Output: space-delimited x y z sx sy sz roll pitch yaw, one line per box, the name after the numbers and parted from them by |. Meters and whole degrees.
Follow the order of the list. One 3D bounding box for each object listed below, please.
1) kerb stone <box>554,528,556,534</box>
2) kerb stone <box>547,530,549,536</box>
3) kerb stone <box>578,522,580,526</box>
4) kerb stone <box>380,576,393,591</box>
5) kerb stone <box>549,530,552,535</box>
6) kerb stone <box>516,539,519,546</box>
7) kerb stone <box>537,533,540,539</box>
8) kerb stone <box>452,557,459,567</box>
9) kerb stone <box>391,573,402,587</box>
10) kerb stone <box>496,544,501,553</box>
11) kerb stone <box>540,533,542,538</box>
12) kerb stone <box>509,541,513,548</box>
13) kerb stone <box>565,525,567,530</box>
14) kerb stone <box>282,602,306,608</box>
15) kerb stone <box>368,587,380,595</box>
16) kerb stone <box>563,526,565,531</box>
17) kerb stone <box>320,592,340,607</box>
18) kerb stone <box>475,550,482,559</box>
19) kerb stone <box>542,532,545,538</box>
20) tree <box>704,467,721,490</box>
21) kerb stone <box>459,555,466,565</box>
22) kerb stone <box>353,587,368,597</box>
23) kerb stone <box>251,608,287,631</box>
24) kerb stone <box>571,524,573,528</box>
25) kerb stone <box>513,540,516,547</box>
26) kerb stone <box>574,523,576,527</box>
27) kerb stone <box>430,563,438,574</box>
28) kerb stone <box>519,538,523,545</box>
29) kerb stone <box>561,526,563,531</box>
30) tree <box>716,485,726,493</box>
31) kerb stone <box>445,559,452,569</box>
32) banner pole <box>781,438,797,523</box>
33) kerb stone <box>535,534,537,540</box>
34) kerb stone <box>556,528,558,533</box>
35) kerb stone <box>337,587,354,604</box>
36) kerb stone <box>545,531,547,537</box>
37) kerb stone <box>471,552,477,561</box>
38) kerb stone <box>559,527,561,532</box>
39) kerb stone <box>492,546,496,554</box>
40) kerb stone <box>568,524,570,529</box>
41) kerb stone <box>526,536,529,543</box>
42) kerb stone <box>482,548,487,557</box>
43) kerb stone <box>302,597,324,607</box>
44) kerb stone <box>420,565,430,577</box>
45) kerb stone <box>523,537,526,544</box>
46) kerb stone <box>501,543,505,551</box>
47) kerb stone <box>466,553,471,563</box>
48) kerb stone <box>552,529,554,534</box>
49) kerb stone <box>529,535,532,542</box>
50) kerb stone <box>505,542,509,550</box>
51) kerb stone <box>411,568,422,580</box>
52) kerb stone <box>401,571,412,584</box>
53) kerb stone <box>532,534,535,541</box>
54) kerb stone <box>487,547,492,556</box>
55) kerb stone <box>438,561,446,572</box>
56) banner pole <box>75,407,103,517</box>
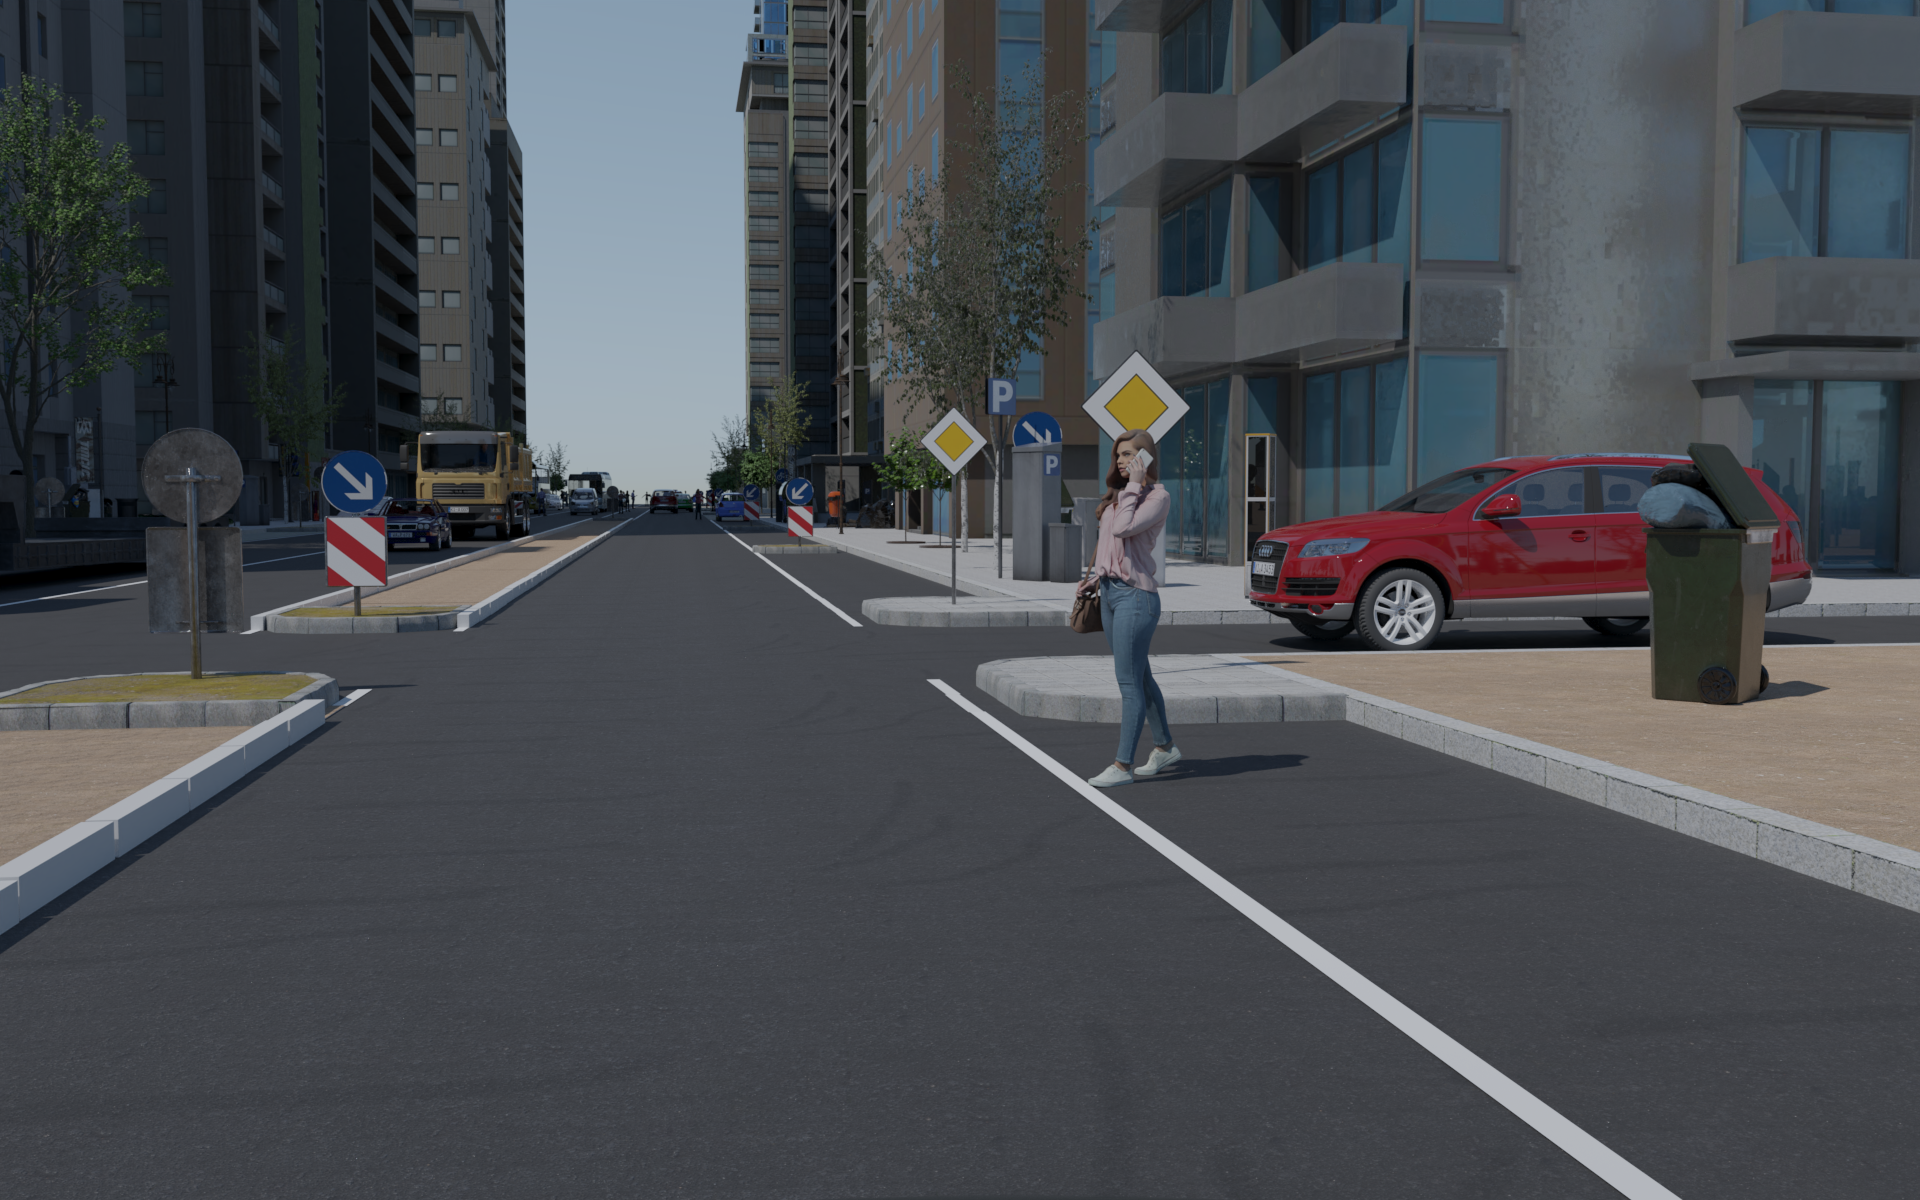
-14.460 -2.378 61.117 0.120 0.150 1.000 -1 4 -9 | kerb stone
-13.957 -2.192 58.077 0.120 0.150 1.000 -1 4 -9 | kerb stone
-16.948 -3.307 76.263 0.120 0.150 1.000 -1 4 -9 | kerb stone
-8.611 -0.216 25.725 0.120 0.150 1.000 -1 4 -9 | kerb stone
-14.119 -2.257 59.090 0.120 0.150 1.000 -1 4 -9 | kerb stone
-12.120 -1.513 46.951 0.120 0.150 1.000 -1 4 -9 | kerb stone
-13.285 -1.945 54.020 0.120 0.150 1.000 -1 4 -9 | kerb stone
-9.949 -0.711 33.814 0.120 0.150 1.000 -1 4 -9 | kerb stone
-8.786 -0.275 26.732 0.120 0.150 1.000 -1 4 -9 | kerb stone
-11.288 -1.205 41.902 0.120 0.150 1.000 -1 4 -9 | kerb stone
-13.455 -2.009 55.038 0.120 0.150 1.000 -1 4 -9 | kerb stone
-11.782 -1.390 44.931 0.120 0.150 1.000 -1 4 -9 | kerb stone
-15.449 -2.750 67.177 0.120 0.150 1.000 -1 4 -9 | kerb stone
-7.621 0.156 19.649 0.120 0.150 1.000 -1 4 -9 | kerb stone
-8.457 -0.154 24.707 0.120 0.150 1.000 -1 4 -9 | kerb stone
-15.285 -2.689 66.169 0.120 0.150 1.000 -1 4 -9 | kerb stone
-7.953 0.032 21.671 0.120 0.150 1.000 -1 4 -9 | kerb stone
-10.620 -0.954 37.857 0.120 0.150 1.000 -1 4 -9 | kerb stone
-13.617 -2.070 56.047 0.120 0.150 1.000 -1 4 -9 | kerb stone
-24.324 -12.167 182.642 4.285 4.588 4.351 0 3 0 | tree
-10.116 -0.772 34.826 0.120 0.150 1.000 -1 4 -9 | kerb stone
-8.286 -0.092 23.692 0.120 0.150 1.000 -1 4 -9 | kerb stone
-7.449 0.219 18.642 0.120 0.150 1.000 -1 4 -9 | kerb stone
-16.119 -2.998 71.210 0.120 0.150 1.000 -1 4 -9 | kerb stone
-11.952 -1.452 45.942 0.120 0.150 1.000 -1 4 -9 | kerb stone
-16.451 -3.120 73.238 0.120 0.150 1.000 -1 4 -9 | kerb stone
-9.457 -0.525 30.774 0.120 0.150 1.000 -1 4 -9 | kerb stone
-12.289 -1.576 47.959 0.120 0.150 1.000 -1 4 -9 | kerb stone
-15.123 -2.626 65.160 0.120 0.150 1.000 -1 4 -9 | kerb stone
-27.489 -12.612 200.813 1.663 3.219 1.824 0 3 0 | tree
-9.793 -0.643 32.801 0.120 0.150 1.000 -1 4 -9 | kerb stone
-7.597 -5.314 76.903 0.863 3.779 0.401 3 4 37 | banner pole
-13.112 -1.885 53.010 0.120 0.150 1.000 -1 4 -9 | kerb stone
-14.617 -2.442 62.128 0.120 0.150 1.000 -1 4 -9 | kerb stone
-8.120 -0.029 22.680 0.120 0.150 1.000 -1 4 -9 | kerb stone
-13.786 -2.127 57.055 0.120 0.150 1.000 -1 4 -9 | kerb stone
-10.456 -0.893 36.841 0.120 0.150 1.000 -1 4 -9 | kerb stone
-14.958 -2.566 64.143 0.120 0.150 1.000 -1 4 -9 | kerb stone
-11.119 -1.144 40.893 0.120 0.150 1.000 -1 4 -9 | kerb stone
-15.784 -2.875 69.194 0.120 0.150 1.000 -1 4 -9 | kerb stone
-12.621 -1.699 49.979 0.120 0.150 1.000 -1 4 -9 | kerb stone
-10.791 -1.020 38.870 0.120 0.150 1.000 -1 4 -9 | kerb stone
-7.786 0.094 20.663 0.120 0.150 1.000 -1 4 -9 | kerb stone
-9.287 -0.463 29.763 0.120 0.150 1.000 -1 4 -9 | kerb stone
-12.457 -1.637 48.967 0.120 0.150 1.000 -1 4 -9 | kerb stone
-11.454 -1.267 42.910 0.120 0.150 1.000 -1 4 -9 | kerb stone
-10.284 -0.832 35.834 0.120 0.150 1.000 -1 4 -9 | kerb stone
-14.289 -2.318 60.102 0.120 0.150 1.000 -1 4 -9 | kerb stone
-12.782 -1.761 50.988 0.120 0.150 1.000 -1 4 -9 | kerb stone
-11.620 -1.329 43.922 0.120 0.150 1.000 -1 4 -9 | kerb stone
-9.117 -0.398 28.756 0.120 0.150 1.000 -1 4 -9 | kerb stone
-8.955 -0.339 27.740 0.120 0.150 1.000 -1 4 -9 | kerb stone
-12.949 -1.823 51.997 0.120 0.150 1.000 -1 4 -9 | kerb stone
-10.957 -1.082 39.878 0.120 0.150 1.000 -1 4 -9 | kerb stone
-9.609 -0.586 31.785 0.120 0.150 1.000 -1 4 -9 | kerb stone
-24.862 -3.644 49.594 0.863 3.779 0.401 -2 4 -33 | banner pole
